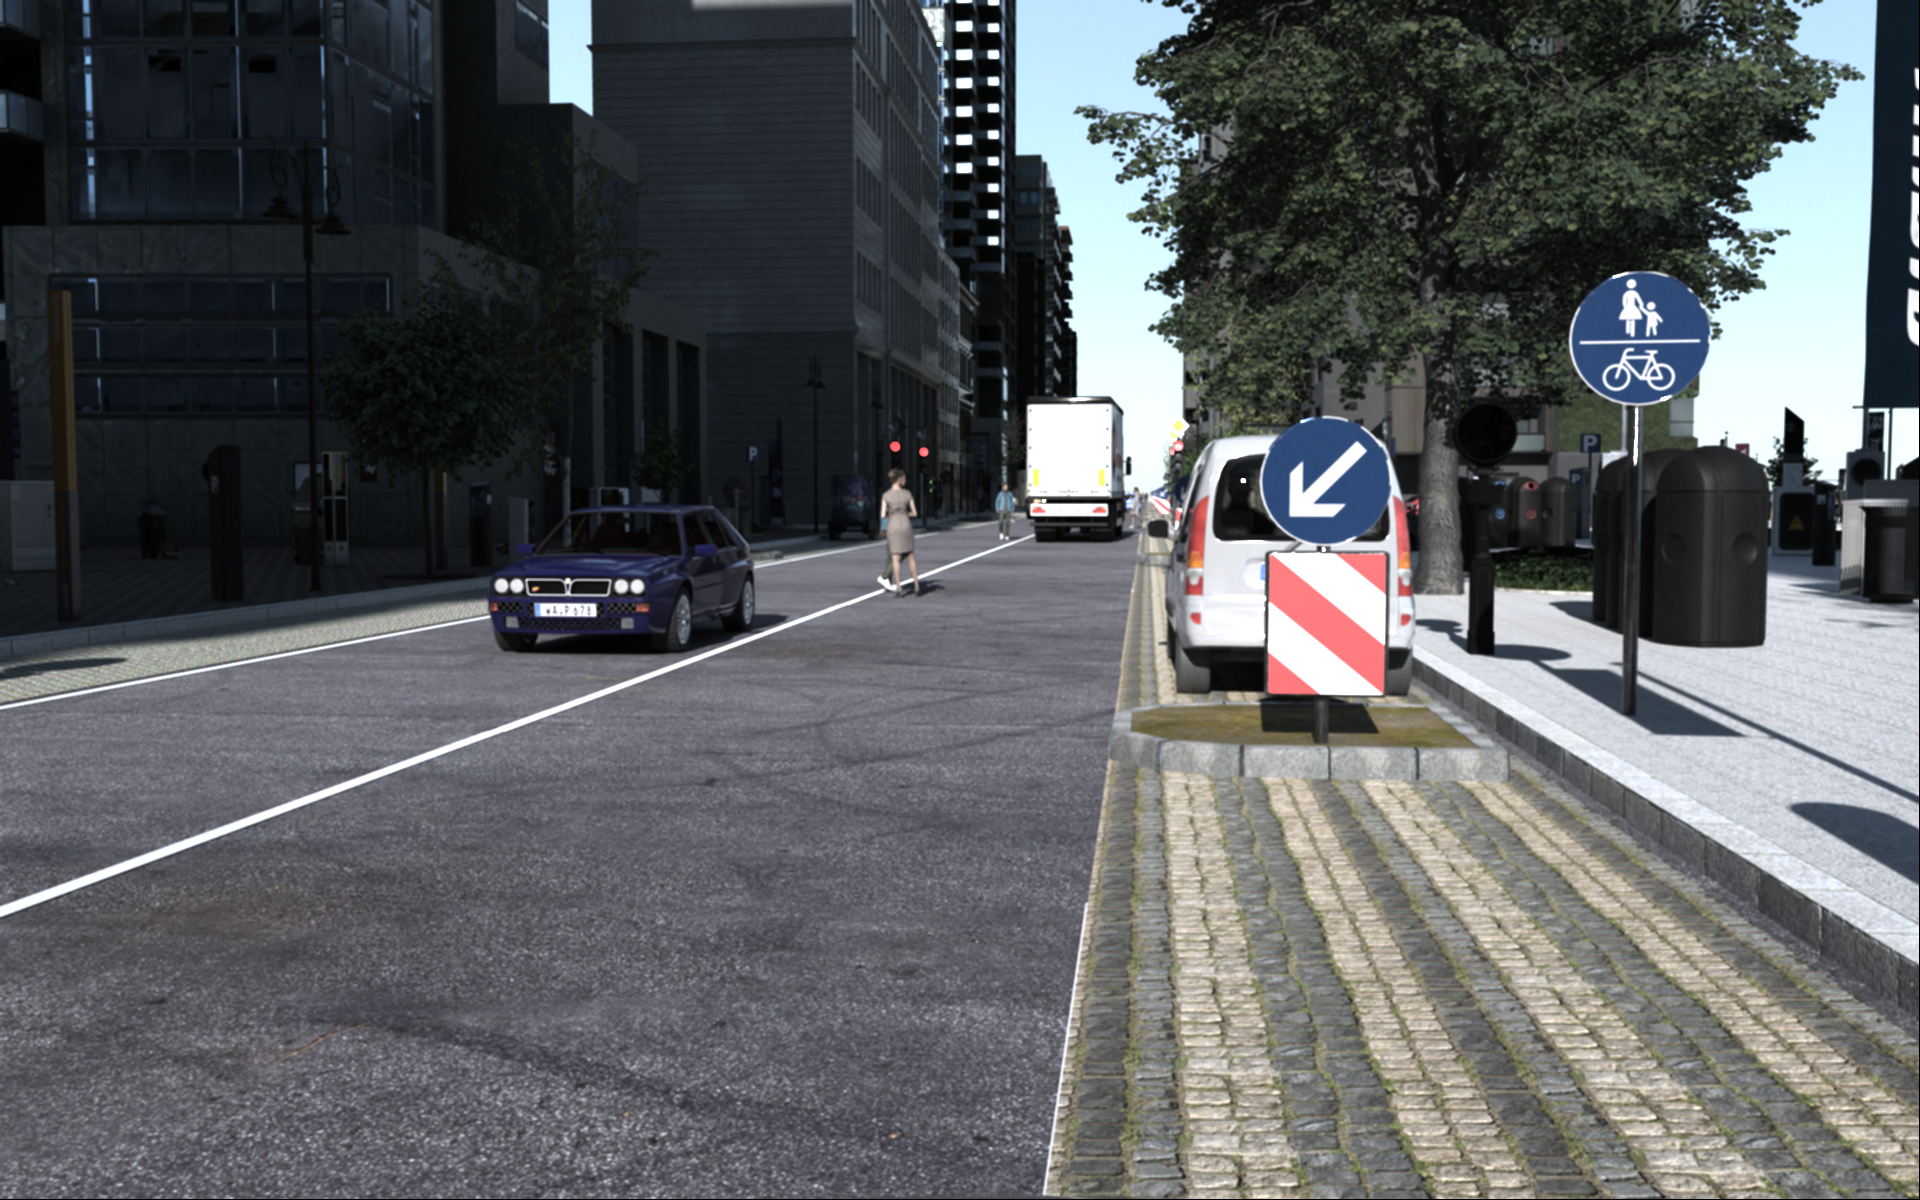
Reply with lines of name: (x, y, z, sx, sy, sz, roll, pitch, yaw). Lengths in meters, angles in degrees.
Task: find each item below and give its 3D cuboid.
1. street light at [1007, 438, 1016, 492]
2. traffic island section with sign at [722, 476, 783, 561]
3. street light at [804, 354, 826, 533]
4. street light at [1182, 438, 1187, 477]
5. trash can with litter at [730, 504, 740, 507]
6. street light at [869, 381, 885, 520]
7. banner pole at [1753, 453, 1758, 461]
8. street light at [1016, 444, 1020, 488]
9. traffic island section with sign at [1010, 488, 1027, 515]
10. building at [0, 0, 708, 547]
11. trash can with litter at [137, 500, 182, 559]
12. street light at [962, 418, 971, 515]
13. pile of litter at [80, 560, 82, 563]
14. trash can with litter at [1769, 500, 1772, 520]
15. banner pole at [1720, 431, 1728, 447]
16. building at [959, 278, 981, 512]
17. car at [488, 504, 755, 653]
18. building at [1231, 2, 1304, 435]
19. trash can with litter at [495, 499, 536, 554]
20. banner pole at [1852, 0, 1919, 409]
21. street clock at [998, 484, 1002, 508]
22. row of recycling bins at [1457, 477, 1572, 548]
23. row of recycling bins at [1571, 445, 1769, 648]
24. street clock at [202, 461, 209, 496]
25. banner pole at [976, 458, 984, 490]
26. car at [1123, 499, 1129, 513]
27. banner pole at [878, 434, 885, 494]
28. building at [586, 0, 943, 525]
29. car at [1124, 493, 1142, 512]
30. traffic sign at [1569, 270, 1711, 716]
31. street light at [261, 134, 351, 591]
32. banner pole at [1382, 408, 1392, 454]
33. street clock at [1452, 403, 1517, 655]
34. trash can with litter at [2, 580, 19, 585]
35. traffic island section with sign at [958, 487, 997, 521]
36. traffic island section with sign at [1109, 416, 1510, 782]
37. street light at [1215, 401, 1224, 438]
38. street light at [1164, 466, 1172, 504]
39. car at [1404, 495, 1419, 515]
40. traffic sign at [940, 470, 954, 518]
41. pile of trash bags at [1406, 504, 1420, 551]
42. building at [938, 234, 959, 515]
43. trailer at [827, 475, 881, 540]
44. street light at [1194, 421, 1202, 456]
street light: (4.004, -10.195, 139.475, 0.468, 5.910, 1.993, 0, 4, 6)
traffic island section with sign: (-4.951, -1.790, 37.902, 1.989, 1.847, 2.006, 0, 4, 6)
street light: (-4.761, -5.161, 57.177, 0.468, 5.910, 1.993, 0, 4, 6)
street light: (19.273, -10.840, 150.020, 0.468, 5.910, 1.993, 0, 4, 6)
trash can with litter: (-7.850, -2.878, 58.115, 1.678, 1.210, 2.233, 2, 4, 27)
street light: (-3.393, -6.004, 70.954, 0.468, 5.910, 1.993, 0, 4, 6)
banner pole: (48.694, -7.116, 106.366, 0.863, 3.779, 0.401, -1, 4, -13)
street light: (4.772, -10.648, 146.884, 0.468, 5.910, 1.993, 0, 4, 6)
traffic island section with sign: (3.891, -6.810, 119.974, 1.989, 1.847, 2.006, 0, 4, 6)
building: (-25.774, -45.152, 50.908, 31.000, 86.520, 22.319, 0, 4, 6)
trash can with litter: (-15.917, -1.416, 34.543, 1.055, 1.170, 0.624, 2, 4, 34)
street light: (0.455, -8.099, 105.198, 0.468, 5.910, 1.993, 0, 4, 6)
pile of litter: (-16.946, -1.113, 32.164, 1.176, 0.858, 1.719, -1, 4, -21)
trash can with litter: (39.938, -4.518, 85.249, 1.055, 1.170, 0.624, 2, 4, 25)
banner pole: (30.498, -4.844, 69.218, 0.401, 3.779, 0.863, 0, 4, 3)
building: (-4.645, -16.072, 127.410, 10.561, 19.102, 19.286, 0, 4, 6)
car: (-3.200, -0.265, 16.914, 1.945, 1.354, 3.894, 0, 4, 6)
building: (22.707, -20.063, 99.732, 14.160, 30.474, 14.107, 0, 4, 6)
trash can with litter: (-9.547, -1.568, 37.024, 1.055, 1.170, 0.624, 3, 4, 38)
banner pole: (3.613, -0.983, 6.092, 0.863, 3.779, 0.401, 1, 4, 11)
street clock: (3.005, -8.316, 140.535, 0.358, 2.002, 0.471, -3, 4, -36)
row of recycling bins: (13.027, -2.090, 41.279, 3.534, 1.692, 1.069, -1, 4, -17)
row of recycling bins: (6.588, -0.550, 16.104, 1.069, 1.692, 3.534, 1, 4, 10)
street clock: (-15.990, -1.996, 37.203, 0.471, 2.002, 0.358, 0, 4, 1)
banner pole: (1.309, -7.896, 119.119, 0.863, 3.779, 0.401, 3, 5, 40)
car: (11.989, -7.488, 134.221, 2.131, 1.459, 4.920, 0, 4, 7)
banner pole: (-3.297, -5.055, 72.666, 0.401, 3.779, 0.863, -2, 4, -24)
building: (-8.133, -18.861, 85.865, 11.434, 29.767, 29.804, 0, 4, 6)
car: (13.669, -7.938, 139.377, 1.945, 1.707, 3.694, 0, 4, 5)
traffic sign: (3.886, -0.604, 9.984, 0.768, 2.556, 0.104, 1, 4, 11)
street light: (-8.537, -3.058, 22.780, 0.468, 5.910, 1.993, 0, 4, 6)
banner pole: (12.432, -3.700, 50.515, 0.401, 3.779, 0.863, 2, 4, 32)
street clock: (4.183, -0.568, 13.857, 0.471, 2.002, 0.358, 0, 4, 8)
trash can with litter: (-13.776, -0.776, 23.748, 1.678, 1.210, 2.233, 1, 4, 19)
traffic island section with sign: (0.980, -5.158, 92.962, 1.989, 1.847, 2.006, 0, 4, 6)
traffic island section with sign: (1.836, -0.059, 9.598, 1.989, 1.847, 2.006, 0, 4, 6)
street light: (10.956, -6.119, 72.827, 0.468, 5.910, 1.993, 0, 4, 6)
street light: (32.036, -18.013, 267.298, 0.468, 5.910, 1.993, 0, 4, 6)
car: (18.733, -3.417, 64.907, 4.494, 1.783, 2.155, 0, 4, 6)
traffic sign: (-0.714, -5.678, 92.939, 0.768, 2.556, 0.104, 1, 4, 15)
pile of trash bags: (8.889, -1.793, 39.075, 3.447, 1.369, 1.912, -2, 4, -27)
building: (-6.112, -15.572, 109.359, 10.420, 20.320, 16.860, 0, 4, 6)
trailer: (-3.324, -2.796, 52.756, 1.471, 1.999, 3.904, 0, 4, 5)
street light: (14.720, -8.229, 107.324, 0.468, 5.910, 1.993, 0, 4, 6)
